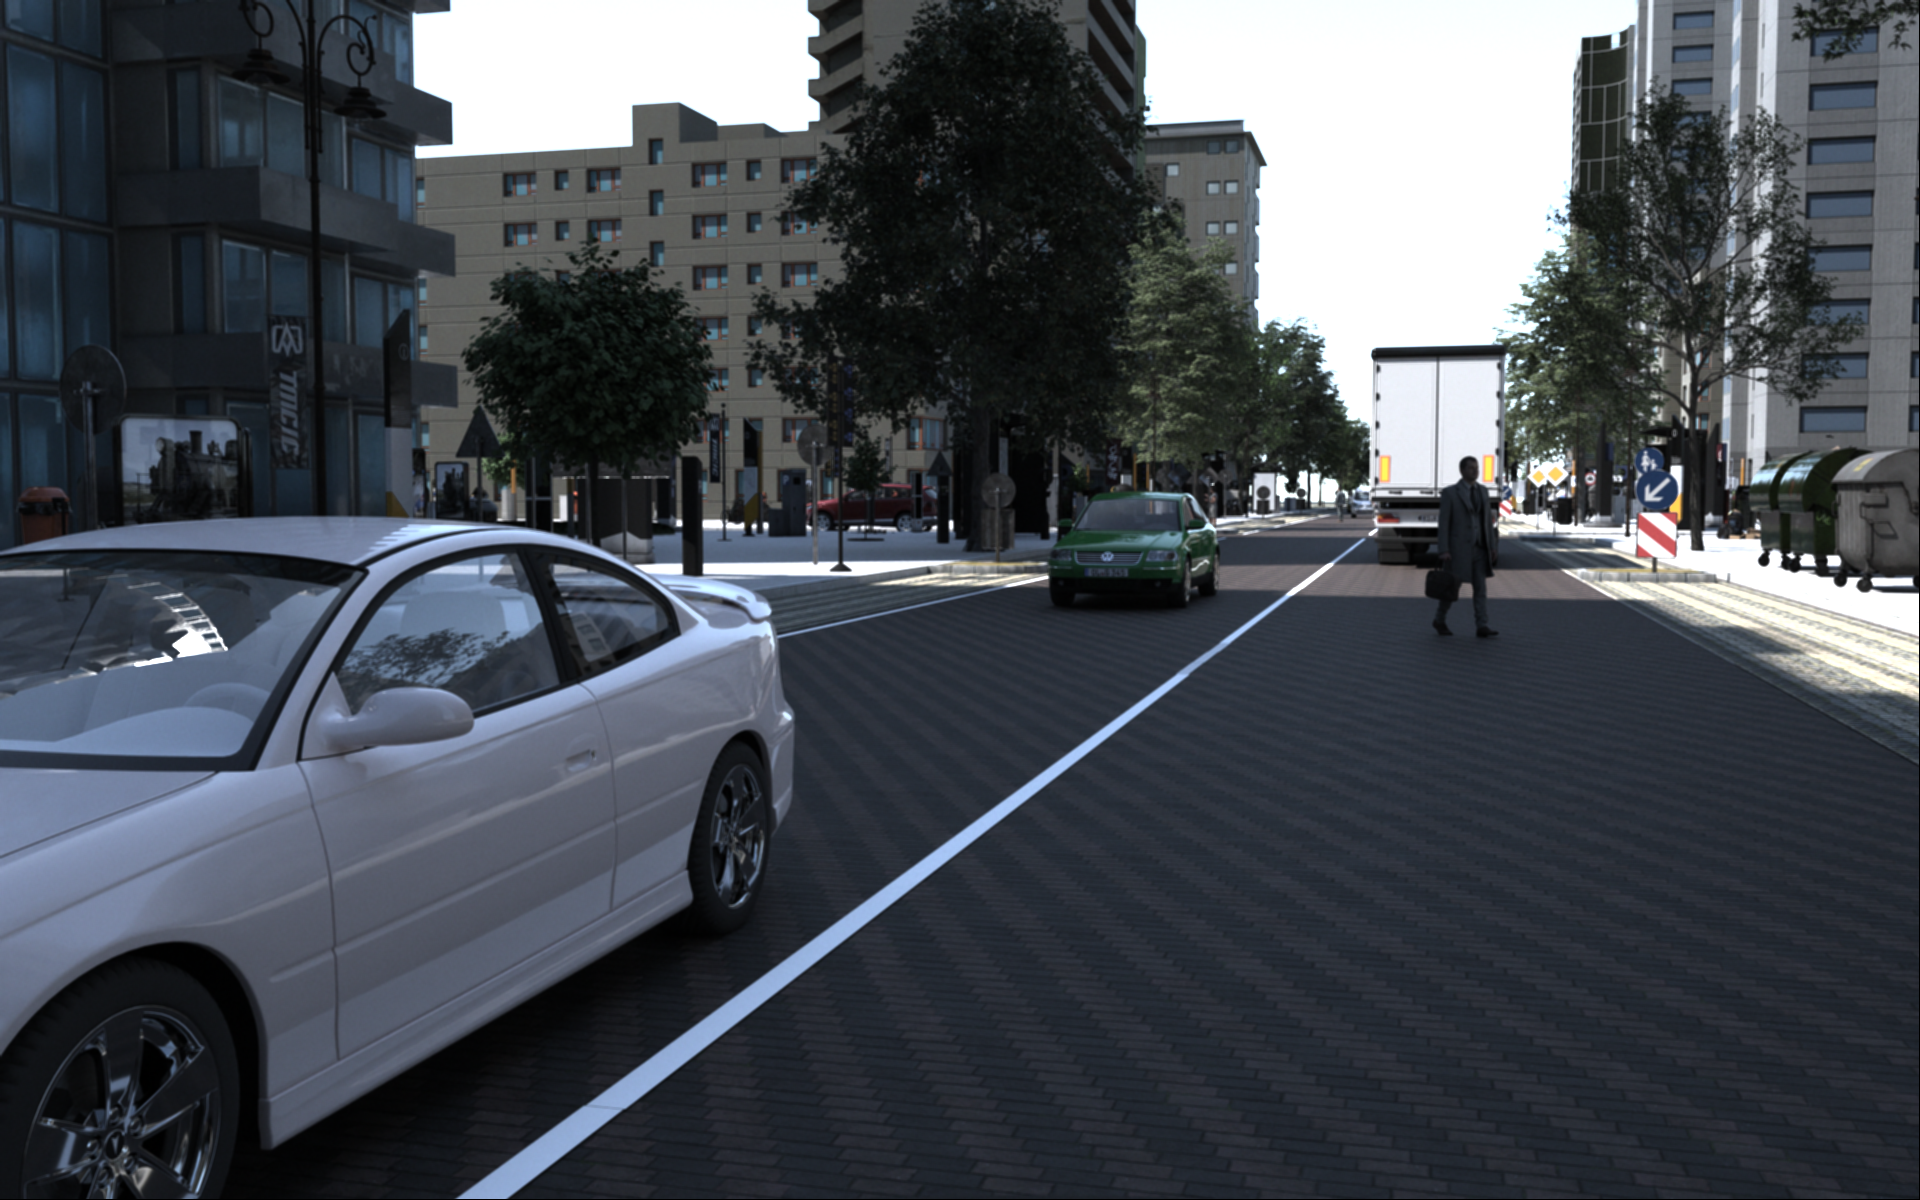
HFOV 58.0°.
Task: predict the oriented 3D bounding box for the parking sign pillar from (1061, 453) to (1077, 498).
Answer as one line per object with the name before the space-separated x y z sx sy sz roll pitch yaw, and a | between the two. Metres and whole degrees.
parking sign pillar | 7.026 -7.638 113.358 1.447 3.967 1.447 3 5 41

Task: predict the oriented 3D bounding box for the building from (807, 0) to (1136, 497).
building | 0.904 -30.973 130.105 21.300 48.544 21.600 1 4 15

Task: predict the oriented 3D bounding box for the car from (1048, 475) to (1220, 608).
car | 2.418 -0.893 23.404 1.959 1.807 4.718 1 4 16

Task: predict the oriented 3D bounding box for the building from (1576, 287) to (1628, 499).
building | 92.816 -28.643 240.018 14.160 30.474 14.107 1 4 15

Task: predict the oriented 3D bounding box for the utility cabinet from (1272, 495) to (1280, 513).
utility cabinet | 20.894 -6.406 115.896 1.020 1.237 0.306 -1 4 -11

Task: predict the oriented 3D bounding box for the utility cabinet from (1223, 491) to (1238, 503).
utility cabinet | 17.230 -6.242 110.734 1.173 1.500 0.318 2 4 24

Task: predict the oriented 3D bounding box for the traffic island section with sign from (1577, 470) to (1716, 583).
traffic island section with sign | 11.364 -1.233 28.795 1.989 1.847 2.006 1 4 15

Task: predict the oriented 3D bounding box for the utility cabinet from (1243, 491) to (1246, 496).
utility cabinet | 18.917 -6.618 116.880 1.173 1.500 0.318 -2 4 -34

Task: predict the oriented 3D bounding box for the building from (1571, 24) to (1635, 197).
building | 103.696 -50.793 268.713 20.563 71.187 20.611 1 4 15

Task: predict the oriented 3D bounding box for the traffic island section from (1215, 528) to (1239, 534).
traffic island section | 9.078 -2.506 63.249 2.009 0.180 2.903 1 4 15

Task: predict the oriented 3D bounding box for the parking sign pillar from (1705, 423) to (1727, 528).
parking sign pillar | 28.955 -4.766 66.404 1.447 3.967 1.447 0 4 8

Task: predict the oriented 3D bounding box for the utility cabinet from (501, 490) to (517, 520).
utility cabinet | -21.915 -4.616 84.149 0.318 1.500 1.173 1 4 8

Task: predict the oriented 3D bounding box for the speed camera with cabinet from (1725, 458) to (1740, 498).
speed camera with cabinet | 43.197 -6.171 95.234 2.038 3.252 0.660 2 4 33

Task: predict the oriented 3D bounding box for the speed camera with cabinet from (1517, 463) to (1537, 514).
speed camera with cabinet | 36.469 -7.125 110.828 2.038 3.252 0.660 -3 5 -40

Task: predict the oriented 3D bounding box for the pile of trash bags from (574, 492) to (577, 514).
pile of trash bags | -25.892 -6.751 120.137 1.912 1.369 3.447 2 4 33

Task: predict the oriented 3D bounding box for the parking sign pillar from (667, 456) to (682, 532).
parking sign pillar | -9.958 -4.302 58.812 1.447 3.967 1.447 0 4 1

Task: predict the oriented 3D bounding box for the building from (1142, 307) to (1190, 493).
building | 7.087 -19.953 171.276 27.650 21.520 28.899 1 4 15

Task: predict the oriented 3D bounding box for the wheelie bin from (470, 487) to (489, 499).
wheelie bin | -22.559 -4.492 81.357 0.693 1.594 0.980 1 4 14

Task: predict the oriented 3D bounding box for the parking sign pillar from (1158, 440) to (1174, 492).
parking sign pillar | 10.411 -6.045 87.309 1.447 3.967 1.447 2 4 25

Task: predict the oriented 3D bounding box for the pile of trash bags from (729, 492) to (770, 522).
pile of trash bags | -9.474 -4.273 79.609 1.912 1.369 3.447 0 4 8

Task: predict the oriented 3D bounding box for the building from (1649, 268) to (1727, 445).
building | 73.686 -18.239 143.246 27.650 21.520 28.899 1 4 15

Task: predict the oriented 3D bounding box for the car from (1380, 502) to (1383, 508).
car | 38.019 -8.963 156.770 2.015 1.641 3.980 1 4 17

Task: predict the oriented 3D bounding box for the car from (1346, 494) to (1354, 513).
car | 30.629 -7.503 132.900 2.015 1.641 3.980 1 4 15

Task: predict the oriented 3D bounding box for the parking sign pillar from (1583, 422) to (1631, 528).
parking sign pillar | 24.453 -4.728 65.776 1.447 3.967 1.447 1 4 12

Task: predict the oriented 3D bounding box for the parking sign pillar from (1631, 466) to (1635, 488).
parking sign pillar | 44.201 -7.753 115.241 1.447 3.967 1.447 -3 5 -44

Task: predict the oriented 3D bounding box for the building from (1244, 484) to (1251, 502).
building | 32.947 -35.733 276.120 32.217 40.220 23.993 1 4 15

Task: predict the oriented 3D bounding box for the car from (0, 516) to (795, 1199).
car | -1.942 0.475 4.602 2.083 1.381 4.827 1 4 15

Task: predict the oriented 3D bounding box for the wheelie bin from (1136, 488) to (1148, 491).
wheelie bin | 9.964 -5.343 95.262 0.980 1.594 0.693 1 4 17

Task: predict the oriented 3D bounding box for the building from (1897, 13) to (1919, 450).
building | 59.728 -34.624 108.103 21.231 58.520 28.212 1 4 15

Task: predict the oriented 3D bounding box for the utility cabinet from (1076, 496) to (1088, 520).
utility cabinet | 3.705 -2.550 52.852 0.306 1.237 1.020 1 4 8

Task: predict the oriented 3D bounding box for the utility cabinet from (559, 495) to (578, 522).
utility cabinet | -17.478 -4.061 77.553 1.020 1.237 0.306 3 4 36

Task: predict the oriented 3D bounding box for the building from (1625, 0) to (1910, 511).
building | 77.408 -38.461 170.844 21.231 58.520 28.212 1 4 15

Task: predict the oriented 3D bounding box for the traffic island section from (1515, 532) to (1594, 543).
traffic island section | 18.062 -1.853 52.579 2.009 0.180 2.903 1 4 15

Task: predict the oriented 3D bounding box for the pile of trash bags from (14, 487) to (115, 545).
pile of trash bags | -10.653 -0.761 22.201 1.912 1.369 3.447 1 4 13

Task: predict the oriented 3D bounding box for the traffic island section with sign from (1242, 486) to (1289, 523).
traffic island section with sign | 14.937 -4.675 85.057 1.989 1.847 2.006 1 4 15

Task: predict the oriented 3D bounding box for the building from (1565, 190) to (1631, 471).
building | 96.663 -36.898 253.397 14.600 45.320 14.200 1 4 15

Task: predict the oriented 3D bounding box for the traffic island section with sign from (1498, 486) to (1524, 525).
traffic island section with sign | 25.582 -4.477 81.826 1.989 1.847 2.006 1 4 15

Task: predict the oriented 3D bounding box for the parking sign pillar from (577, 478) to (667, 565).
parking sign pillar | -6.348 -2.650 31.807 1.447 3.967 1.447 0 4 5

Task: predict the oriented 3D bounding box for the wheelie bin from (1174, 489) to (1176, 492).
wheelie bin | 14.038 -6.529 114.652 0.980 1.594 0.693 -3 5 -45

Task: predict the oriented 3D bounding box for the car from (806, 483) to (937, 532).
car | -3.059 -3.263 62.024 5.304 1.827 2.281 1 4 16

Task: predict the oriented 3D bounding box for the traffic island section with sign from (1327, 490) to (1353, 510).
traffic island section with sign | 34.929 -9.237 159.646 1.989 1.847 2.006 1 4 15

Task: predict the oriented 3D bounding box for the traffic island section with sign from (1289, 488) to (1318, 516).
traffic island section with sign | 22.004 -6.287 111.413 1.989 1.847 2.006 1 4 15

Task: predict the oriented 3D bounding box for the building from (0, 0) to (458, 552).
building | -29.358 -25.690 39.646 30.456 49.044 23.786 1 4 15

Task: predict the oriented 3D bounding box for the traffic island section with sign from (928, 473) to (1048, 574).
traffic island section with sign | 0.621 -1.410 31.674 1.989 1.847 2.006 1 4 15

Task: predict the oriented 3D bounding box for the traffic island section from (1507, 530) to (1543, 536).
traffic island section | 20.129 -2.325 60.293 2.009 0.180 2.903 1 4 15

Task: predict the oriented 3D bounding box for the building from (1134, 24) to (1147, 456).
building | 7.811 -28.421 148.275 14.154 41.232 14.086 1 4 15

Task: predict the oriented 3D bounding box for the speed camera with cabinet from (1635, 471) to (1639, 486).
speed camera with cabinet | 47.499 -7.658 119.542 0.660 3.252 2.038 -3 4 -38

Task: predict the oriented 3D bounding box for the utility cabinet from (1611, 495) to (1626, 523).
utility cabinet | 29.063 -4.000 76.557 1.020 1.237 0.306 -3 5 -42

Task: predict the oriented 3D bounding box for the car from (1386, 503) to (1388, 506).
car | 20.074 -3.980 77.434 2.083 1.381 4.827 1 4 16

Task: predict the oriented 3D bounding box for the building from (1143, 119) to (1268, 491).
building | 28.706 -40.430 250.270 28.713 52.752 27.495 1 4 15

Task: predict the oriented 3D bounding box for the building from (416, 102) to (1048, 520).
building | -11.279 -15.583 99.828 27.650 21.520 28.899 1 4 15
